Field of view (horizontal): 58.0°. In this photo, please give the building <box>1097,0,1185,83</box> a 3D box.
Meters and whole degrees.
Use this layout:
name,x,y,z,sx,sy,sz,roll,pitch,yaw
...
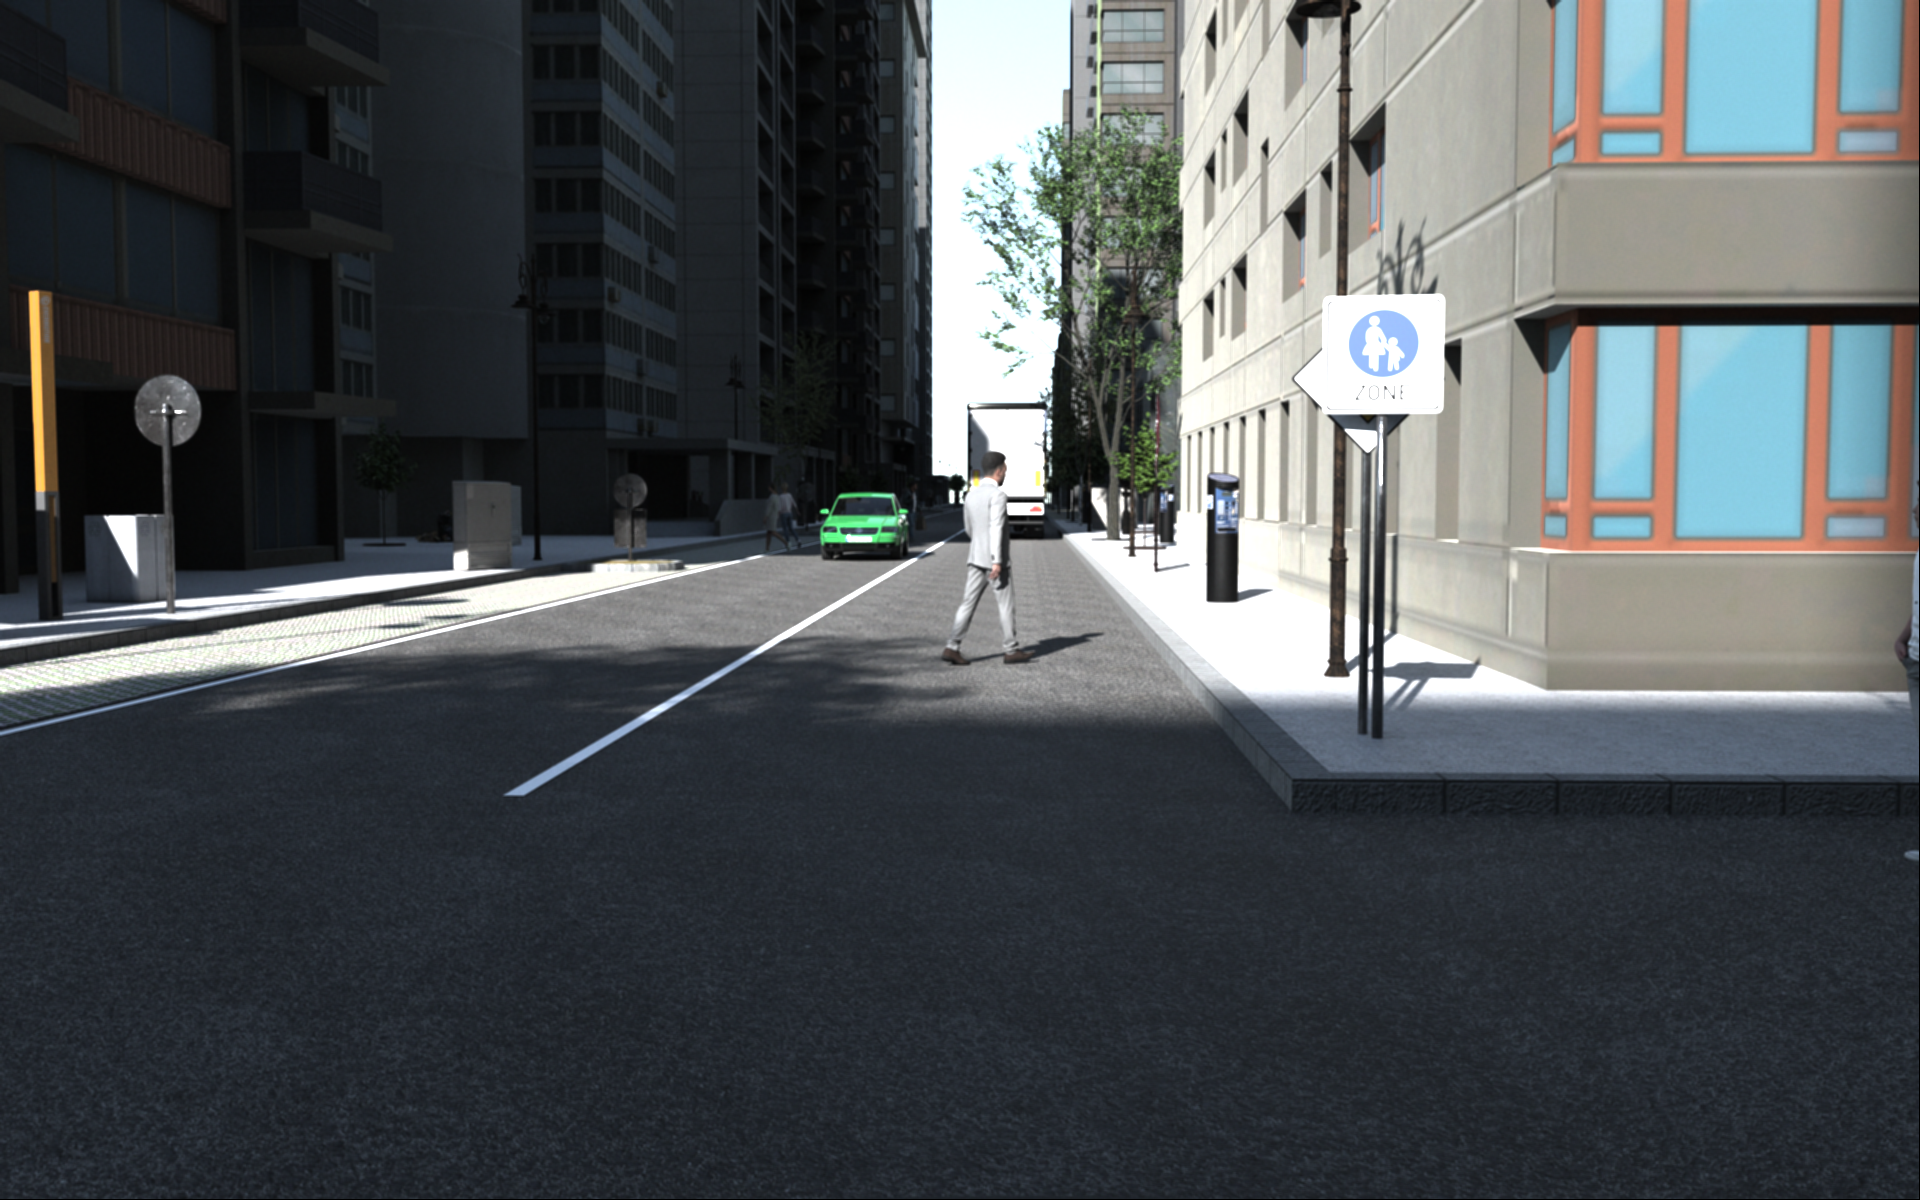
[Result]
name,x,y,z,sx,sy,sz,roll,pitch,yaw
building,14.258,-25.006,92.450,14.154,41.232,14.086,0,4,2

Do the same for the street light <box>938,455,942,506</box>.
name,x,y,z,sx,sy,sz,roll,pitch,yaw
street light,-2.237,-13.509,193.654,0.468,5.910,1.993,0,4,2

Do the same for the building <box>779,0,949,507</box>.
name,x,y,z,sx,sy,sz,roll,pitch,yaw
building,-11.872,-48.451,230.423,20.563,71.187,20.611,0,4,2

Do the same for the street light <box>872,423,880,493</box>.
name,x,y,z,sx,sy,sz,roll,pitch,yaw
street light,-5.308,-8.441,110.799,0.468,5.910,1.993,0,4,2

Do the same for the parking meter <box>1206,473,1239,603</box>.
name,x,y,z,sx,sy,sz,roll,pitch,yaw
parking meter,3.120,-0.744,20.573,0.372,1.533,0.369,0,3,0

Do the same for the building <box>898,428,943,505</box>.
name,x,y,z,sx,sy,sz,roll,pitch,yaw
building,-18.531,-31.643,209.238,32.217,40.220,23.993,0,4,2

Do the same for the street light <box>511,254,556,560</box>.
name,x,y,z,sx,sy,sz,roll,pitch,yaw
street light,-8.211,-3.713,33.495,0.468,5.910,1.993,0,4,2

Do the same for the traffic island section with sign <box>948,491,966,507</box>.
name,x,y,z,sx,sy,sz,roll,pitch,yaw
traffic island section with sign,-0.265,-11.222,192.102,1.989,1.847,2.006,0,4,2

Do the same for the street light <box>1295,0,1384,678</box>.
name,x,y,z,sx,sy,sz,roll,pitch,yaw
street light,2.654,-2.399,12.016,0.468,5.910,1.993,0,4,2

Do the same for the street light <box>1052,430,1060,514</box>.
name,x,y,z,sx,sy,sz,roll,pitch,yaw
street light,6.486,-8.608,113.531,0.468,5.910,1.993,0,4,2

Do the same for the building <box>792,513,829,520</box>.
name,x,y,z,sx,sy,sz,roll,pitch,yaw
building,-17.600,-40.121,94.223,20.563,71.187,20.611,0,4,2

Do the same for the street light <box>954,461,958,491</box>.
name,x,y,z,sx,sy,sz,roll,pitch,yaw
street light,-0.500,-16.356,240.213,0.468,5.910,1.993,0,4,2

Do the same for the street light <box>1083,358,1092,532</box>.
name,x,y,z,sx,sy,sz,roll,pitch,yaw
street light,4.394,-5.254,58.693,0.468,5.910,1.993,0,4,2

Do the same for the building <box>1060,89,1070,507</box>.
name,x,y,z,sx,sy,sz,roll,pitch,yaw
building,17.354,-30.238,177.983,14.154,41.232,14.086,0,4,2

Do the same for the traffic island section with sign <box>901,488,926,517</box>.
name,x,y,z,sx,sy,sz,roll,pitch,yaw
traffic island section with sign,-3.372,-6.169,109.491,1.989,1.847,2.006,0,4,2

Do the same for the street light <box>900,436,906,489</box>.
name,x,y,z,sx,sy,sz,roll,pitch,yaw
street light,-4.418,-9.859,133.982,0.468,5.910,1.993,0,4,2

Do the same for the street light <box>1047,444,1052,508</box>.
name,x,y,z,sx,sy,sz,roll,pitch,yaw
street light,7.347,-10.026,136.715,0.468,5.910,1.993,0,4,2

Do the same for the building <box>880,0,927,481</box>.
name,x,y,z,sx,sy,sz,roll,pitch,yaw
building,-18.426,-36.306,182.844,28.713,52.752,27.495,0,4,2

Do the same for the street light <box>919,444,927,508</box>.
name,x,y,z,sx,sy,sz,roll,pitch,yaw
street light,-3.555,-11.294,157.446,0.468,5.910,1.993,0,4,2

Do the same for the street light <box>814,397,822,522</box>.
name,x,y,z,sx,sy,sz,roll,pitch,yaw
street light,-6.496,-6.567,80.151,0.468,5.910,1.993,0,4,2

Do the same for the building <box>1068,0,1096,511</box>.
name,x,y,z,sx,sy,sz,roll,pitch,yaw
building,19.589,-36.801,143.699,21.231,58.520,28.212,0,4,2

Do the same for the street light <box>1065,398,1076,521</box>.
name,x,y,z,sx,sy,sz,roll,pitch,yaw
street light,5.416,-6.735,82.906,0.468,5.910,1.993,0,4,2

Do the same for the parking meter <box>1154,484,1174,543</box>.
name,x,y,z,sx,sy,sz,roll,pitch,yaw
parking meter,5.432,-2.264,45.431,0.372,1.533,0.369,0,3,0

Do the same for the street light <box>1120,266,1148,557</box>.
name,x,y,z,sx,sy,sz,roll,pitch,yaw
street light,3.515,-3.817,35.201,0.468,5.910,1.993,0,4,2

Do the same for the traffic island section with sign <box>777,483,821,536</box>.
name,x,y,z,sx,sy,sz,roll,pitch,yaw
traffic island section with sign,-5.248,-3.108,59.449,1.989,1.847,2.006,0,4,2

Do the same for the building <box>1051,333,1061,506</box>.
name,x,y,z,sx,sy,sz,roll,pitch,yaw
building,24.942,-21.696,199.768,27.650,21.520,28.899,0,4,2

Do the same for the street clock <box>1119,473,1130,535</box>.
name,x,y,z,sx,sy,sz,roll,pitch,yaw
street clock,5.255,-3.068,54.730,0.471,2.002,0.358,3,4,36

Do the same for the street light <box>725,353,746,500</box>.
name,x,y,z,sx,sy,sz,roll,pitch,yaw
street light,-7.357,-5.149,56.966,0.468,5.910,1.993,0,4,2

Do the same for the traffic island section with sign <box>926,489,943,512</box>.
name,x,y,z,sx,sy,sz,roll,pitch,yaw
traffic island section with sign,-2.360,-7.816,136.427,1.989,1.847,2.006,0,4,2

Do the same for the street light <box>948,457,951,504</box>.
name,x,y,z,sx,sy,sz,roll,pitch,yaw
street light,-1.315,-14.927,216.836,0.468,5.910,1.993,0,4,2

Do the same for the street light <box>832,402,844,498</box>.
name,x,y,z,sx,sy,sz,roll,pitch,yaw
street light,-6.162,-7.004,87.299,0.468,5.910,1.993,0,4,2

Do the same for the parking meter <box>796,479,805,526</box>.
name,x,y,z,sx,sy,sz,roll,pitch,yaw
parking meter,-6.357,-3.876,69.077,0.255,1.863,0.399,-1,4,-21

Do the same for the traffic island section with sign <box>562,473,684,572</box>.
name,x,y,z,sx,sy,sz,roll,pitch,yaw
traffic island section with sign,-6.258,-1.461,32.512,1.989,1.847,2.006,0,4,2

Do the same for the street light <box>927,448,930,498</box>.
name,x,y,z,sx,sy,sz,roll,pitch,yaw
street light,-3.107,-12.034,169.543,0.468,5.910,1.993,0,4,2

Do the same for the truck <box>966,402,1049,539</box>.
name,x,y,z,sx,sy,sz,roll,pitch,yaw
truck,1.649,-4.258,58.539,2.839,4.237,11.283,0,4,2

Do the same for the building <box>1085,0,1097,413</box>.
name,x,y,z,sx,sy,sz,roll,pitch,yaw
building,19.742,-30.280,114.683,23.786,49.044,30.456,0,4,2

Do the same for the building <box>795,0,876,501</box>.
name,x,y,z,sx,sy,sz,roll,pitch,yaw
building,-17.558,-28.468,120.083,22.147,44.769,28.867,0,4,2
